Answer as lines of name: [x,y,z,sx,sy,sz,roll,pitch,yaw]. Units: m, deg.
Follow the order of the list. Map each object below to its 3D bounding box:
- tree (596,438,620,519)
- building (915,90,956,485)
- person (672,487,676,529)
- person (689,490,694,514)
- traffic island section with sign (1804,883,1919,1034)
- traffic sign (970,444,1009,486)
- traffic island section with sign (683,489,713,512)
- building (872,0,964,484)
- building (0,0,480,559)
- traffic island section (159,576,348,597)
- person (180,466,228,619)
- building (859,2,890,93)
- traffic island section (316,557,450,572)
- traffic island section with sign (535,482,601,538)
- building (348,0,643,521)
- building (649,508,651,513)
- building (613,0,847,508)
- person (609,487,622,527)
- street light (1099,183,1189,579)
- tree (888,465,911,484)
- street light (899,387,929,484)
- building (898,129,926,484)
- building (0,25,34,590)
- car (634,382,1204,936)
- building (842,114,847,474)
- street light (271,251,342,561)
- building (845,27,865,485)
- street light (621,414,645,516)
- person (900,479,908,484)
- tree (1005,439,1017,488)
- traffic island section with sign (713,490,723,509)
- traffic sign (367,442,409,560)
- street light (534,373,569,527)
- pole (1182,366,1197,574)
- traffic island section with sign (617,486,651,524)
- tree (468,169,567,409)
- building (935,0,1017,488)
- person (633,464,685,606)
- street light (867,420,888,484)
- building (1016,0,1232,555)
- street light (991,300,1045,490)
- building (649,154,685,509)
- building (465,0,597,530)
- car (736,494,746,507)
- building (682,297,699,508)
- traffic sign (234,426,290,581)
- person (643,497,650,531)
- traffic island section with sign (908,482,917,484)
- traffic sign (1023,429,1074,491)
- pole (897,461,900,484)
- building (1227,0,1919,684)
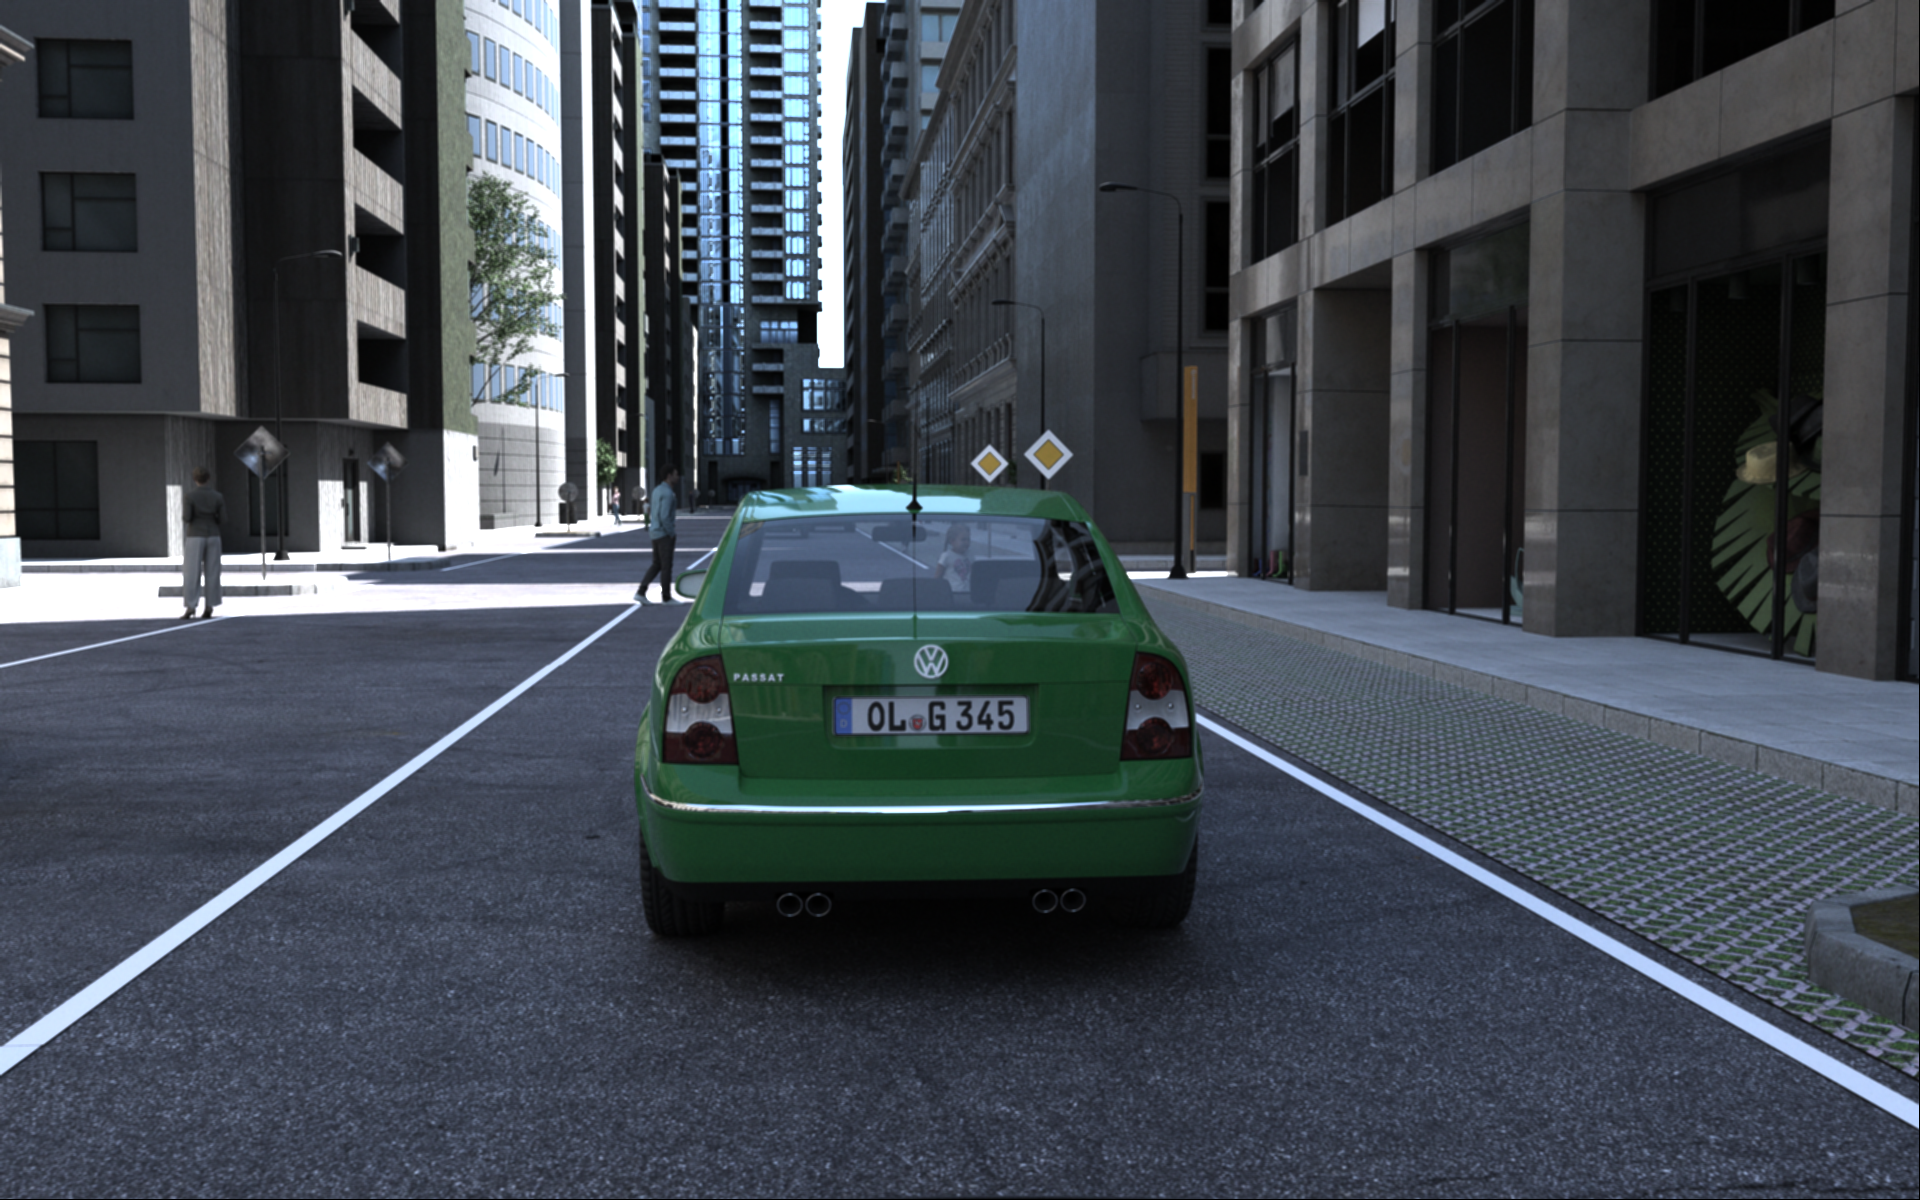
tree: [-19.528,-6.569,91.117,4.285,4.588,4.351,0,3,0]
building: [3.418,-14.202,81.361,9.793,20.994,18.267,0,4,-6]
person: [-11.124,-3.536,66.535,0.478,1.798,0.641,2,4,28]
person: [-19.681,-7.181,126.828,0.530,1.710,0.541,1,4,15]
traffic island section with sign: [3.510,0.241,4.682,1.989,1.847,2.006,0,4,-6]
traffic sign: [0.588,-1.893,34.598,0.795,2.450,0.064,0,4,-6]
traffic island section with sign: [-20.602,-7.755,135.425,1.989,1.847,2.006,0,4,-6]
building: [5.381,-31.516,134.898,23.786,49.044,30.456,0,4,-6]
building: [-19.584,-16.373,39.394,14.160,30.474,14.107,0,4,-6]
traffic island section: [-10.309,-0.204,25.609,2.009,0.180,2.903,0,4,-6]
person: [-8.741,-0.668,19.977,0.519,1.759,0.362,-3,5,-42]
building: [-1.858,-31.002,156.998,14.600,45.320,14.200,0,4,-6]
traffic island section: [-11.077,-0.690,33.557,2.009,0.180,2.903,0,4,-6]
traffic island section with sign: [-13.120,-3.024,58.078,1.989,1.847,2.006,0,4,-6]
building: [-25.948,-20.098,100.307,14.160,30.474,14.107,0,4,-6]
building: [-32.716,-49.464,121.402,22.319,86.520,31.000,0,4,-6]
building: [-29.096,-54.291,200.324,31.000,86.520,22.319,0,4,-6]
person: [-15.121,-4.108,76.258,0.643,1.750,0.593,-3,4,-37]
street light: [2.769,-3.274,26.066,1.470,5.913,1.316,0,4,-6]
tree: [-4.173,-7.428,116.047,1.663,3.219,1.824,0,3,0]
street light: [-1.935,-6.288,75.356,1.470,5.913,1.316,0,4,-6]
building: [2.536,-16.604,100.357,11.050,23.489,19.941,0,4,-6]
building: [-29.277,-12.065,16.353,34.723,24.649,14.460,0,4,-6]
car: [-0.231,0.108,7.034,1.959,1.807,4.718,0,4,-4]
building: [-6.304,-33.674,200.684,14.200,45.320,14.600,0,4,-6]
street light: [-12.502,-3.709,33.175,1.470,5.913,1.316,0,4,-6]
building: [-0.508,-33.717,174.979,21.300,48.544,21.600,0,4,-6]
street light: [-18.904,-7.803,100.113,1.470,5.913,1.316,0,4,-6]
person: [-1.433,-2.061,42.383,0.709,1.800,0.728,-1,4,-9]
tree: [1.903,-3.401,50.212,1.663,3.219,1.824,0,3,0]
traffic island section with sign: [-23.194,-9.396,162.256,1.989,1.847,2.006,0,4,-6]
traffic sign: [-11.055,-1.826,33.497,0.795,2.450,0.064,0,4,-6]
street light: [-15.733,-5.762,66.745,1.470,5.913,1.316,0,4,-6]
pole: [3.690,-2.076,27.791,0.158,3.312,0.155,0,3,0]
traffic island section with sign: [-15.733,-4.671,85.006,1.989,1.847,2.006,0,4,-6]
tree: [-15.554,-7.743,52.355,9.928,11.665,9.643,0,3,0]
building: [5.740,-13.799,61.772,11.583,22.565,21.152,0,4,-6]
person: [-3.876,-0.840,22.256,0.620,1.820,0.660,-2,4,-31]
street light: [-5.140,-8.349,109.047,1.470,5.913,1.316,0,4,-6]
building: [17.092,-13.651,42.264,30.058,24.678,14.314,0,4,-6]
street light: [1.448,-4.221,41.561,1.470,5.913,1.316,0,4,-6]
building: [-30.894,-22.909,146.262,14.160,30.474,14.107,0,4,-6]
building: [-27.276,-32.299,70.082,21.231,58.520,28.212,0,4,-6]
car: [-17.681,-8.143,144.943,2.131,1.459,4.920,0,4,-5]
building: [-40.997,-19.848,169.556,28.899,21.520,27.650,0,4,-6]
traffic sign: [-10.286,-1.340,25.549,0.795,2.450,0.064,0,4,-6]
person: [-12.077,-3.301,66.723,0.306,1.304,0.590,0,4,7]
traffic island section with sign: [-1.767,-3.091,59.162,1.989,1.847,2.006,0,4,-6]
traffic sign: [1.356,-1.407,26.650,0.795,2.450,0.064,0,4,-6]
pole: [-3.813,-6.948,107.437,0.158,3.312,0.155,0,3,0]
building: [15.379,-12.595,10.447,19.350,26.468,34.151,0,4,-6]
